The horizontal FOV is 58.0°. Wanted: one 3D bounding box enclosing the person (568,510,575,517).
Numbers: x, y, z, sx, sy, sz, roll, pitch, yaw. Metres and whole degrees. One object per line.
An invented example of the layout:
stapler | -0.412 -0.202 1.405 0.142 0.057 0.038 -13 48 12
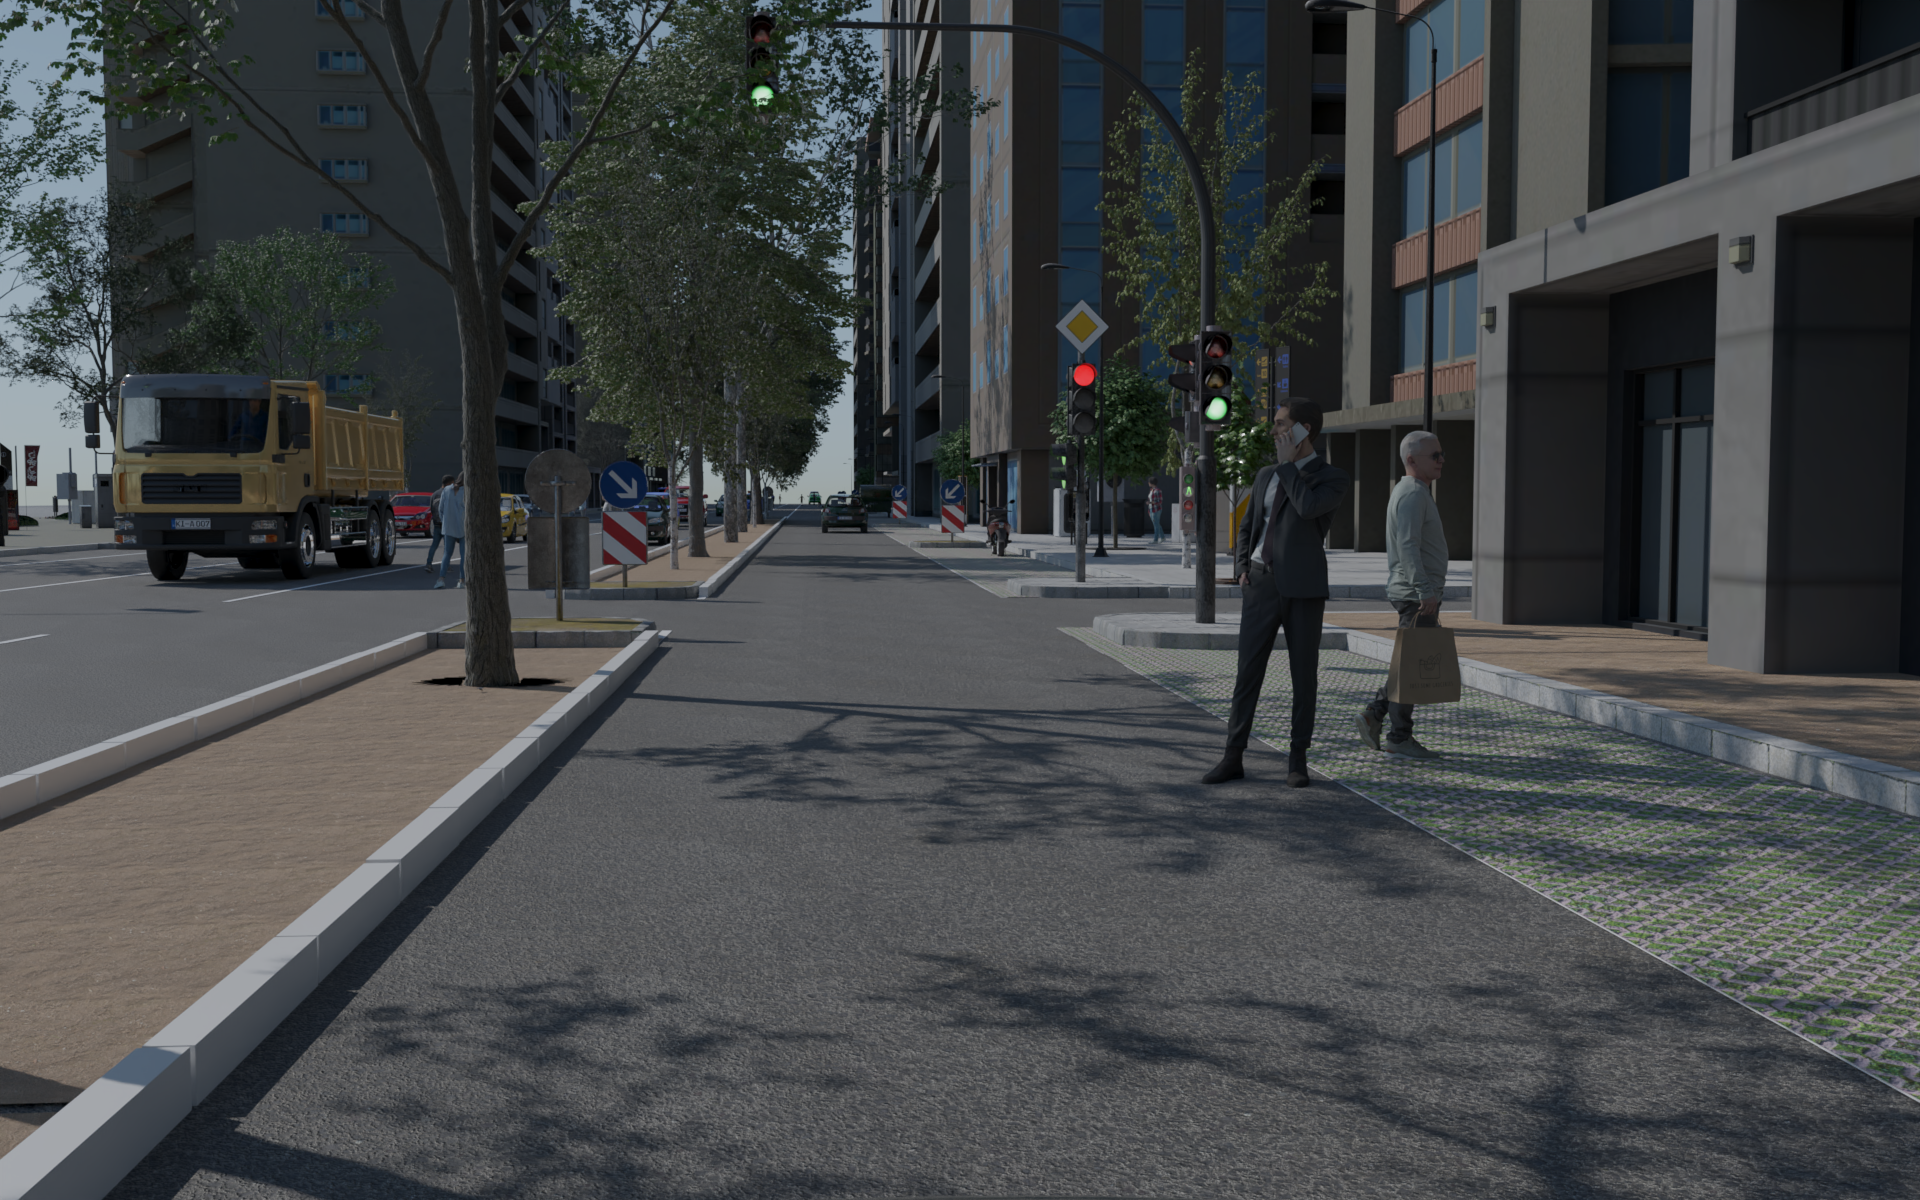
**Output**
person | -16.263 -3.623 72.415 0.332 1.250 0.352 0 4 2

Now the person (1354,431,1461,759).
person | 2.388 -0.016 9.241 0.515 1.767 0.782 1 4 10

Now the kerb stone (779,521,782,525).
kerb stone | -7.858 -3.200 74.519 0.120 0.150 1.000 0 4 -5

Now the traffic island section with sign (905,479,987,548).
traffic island section with sign | -0.368 -2.320 46.554 1.989 1.847 2.006 0 4 -5

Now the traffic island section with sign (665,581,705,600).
traffic island section with sign | -4.642 -0.991 24.332 2.006 1.907 1.989 0 4 -5

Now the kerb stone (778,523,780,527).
kerb stone | -7.511 -2.949 70.433 0.120 0.150 1.000 0 4 -5

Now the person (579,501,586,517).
person | -15.116 -3.621 69.514 0.330 1.601 0.589 -1 4 -8

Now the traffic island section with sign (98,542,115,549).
traffic island section with sign | -21.405 -2.275 45.820 1.989 1.847 2.006 0 4 -5

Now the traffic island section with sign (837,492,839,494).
traffic island section with sign | -14.000 -12.099 206.450 1.989 1.847 2.006 0 4 -5

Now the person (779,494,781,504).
person | -25.138 -14.090 242.138 0.557 1.426 1.065 1 4 18

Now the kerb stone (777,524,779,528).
kerb stone | -7.333 -2.825 68.397 0.120 0.150 1.000 0 4 -5

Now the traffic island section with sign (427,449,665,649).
traffic island section with sign | -4.022 -0.539 16.950 2.006 1.907 1.989 0 4 -5

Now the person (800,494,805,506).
person | -19.537 -12.344 213.588 0.557 1.426 1.065 3 5 44

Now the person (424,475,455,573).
person | -9.407 -1.389 31.559 0.623 1.781 0.721 1 4 16

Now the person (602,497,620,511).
person | -8.107 -1.764 39.935 0.503 1.515 0.523 3 5 40

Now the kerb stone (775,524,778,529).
kerb stone | -7.248 -2.763 67.378 0.120 0.150 1.000 0 4 -5

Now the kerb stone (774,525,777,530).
kerb stone | -7.074 -2.637 65.341 0.120 0.150 1.000 0 4 -5

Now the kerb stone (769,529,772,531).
kerb stone | -6.472 -2.202 58.193 0.120 0.150 1.000 0 4 -5

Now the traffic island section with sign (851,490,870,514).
traffic island section with sign | -7.002 -7.074 124.284 1.989 1.847 2.006 0 4 -5

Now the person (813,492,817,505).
person | -19.031 -13.321 227.006 0.721 1.736 1.217 1 4 13

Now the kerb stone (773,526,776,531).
kerb stone | -6.898 -2.514 63.304 0.120 0.150 1.000 0 4 -5

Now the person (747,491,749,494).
person | -19.491 -9.270 160.602 0.750 1.759 0.617 2 4 35

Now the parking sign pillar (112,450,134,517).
parking sign pillar | -35.681 -5.220 73.811 1.447 3.967 1.447 -1 4 -9

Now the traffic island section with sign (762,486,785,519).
traffic island section with sign | -11.034 -5.570 99.199 2.006 1.907 1.989 0 4 -5

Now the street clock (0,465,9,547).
street clock | -23.518 -2.312 42.371 0.471 2.002 0.358 -1 4 -19

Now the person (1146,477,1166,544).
person | 5.071 -2.312 44.679 0.643 1.720 0.563 -1 4 -12

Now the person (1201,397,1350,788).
person | 1.570 -0.040 8.521 0.648 1.900 0.474 3 4 37

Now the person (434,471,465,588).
person | -7.683 -1.078 26.391 0.793 1.790 0.793 -2 4 -34

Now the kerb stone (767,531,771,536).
kerb stone | -6.288 -2.077 56.149 0.120 0.150 1.000 0 4 -5

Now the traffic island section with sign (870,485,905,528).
traffic island section with sign | -2.732 -4.011 74.202 1.989 1.847 2.006 0 4 -5

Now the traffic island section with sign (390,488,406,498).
traffic island section with sign | -23.716 -3.930 72.889 1.989 1.847 2.006 0 4 -5

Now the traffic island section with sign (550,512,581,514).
traffic island section with sign | -27.985 -7.002 123.117 1.989 1.847 2.006 0 4 -5

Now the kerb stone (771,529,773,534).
kerb stone | -6.558 -2.264 59.211 0.120 0.150 1.000 0 4 -5

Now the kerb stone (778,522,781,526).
kerb stone | -7.684 -3.075 72.478 0.120 0.150 1.000 0 4 -5

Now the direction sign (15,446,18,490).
direction sign | -44.234 -5.458 81.228 0.379 3.537 0.876 -2 4 -31

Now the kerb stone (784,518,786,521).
kerb stone | -8.721 -3.824 84.721 0.120 0.150 1.000 0 4 -5

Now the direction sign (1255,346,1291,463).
direction sign | 4.855 -2.138 26.958 0.379 3.537 0.876 -2 4 -26

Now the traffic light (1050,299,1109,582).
traffic light | 1.736 -2.213 25.100 0.839 4.253 0.868 0 4 -5

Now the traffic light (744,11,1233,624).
traffic light | 0.337 -2.578 16.825 4.771 5.953 1.251 0 4 -5

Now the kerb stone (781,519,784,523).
kerb stone | -8.295 -3.510 79.623 0.120 0.150 1.000 0 4 -5

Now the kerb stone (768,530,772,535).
kerb stone | -6.373 -2.139 57.168 0.120 0.150 1.000 0 4 -5

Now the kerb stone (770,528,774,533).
kerb stone | -6.638 -2.327 60.240 0.120 0.150 1.000 0 4 -5

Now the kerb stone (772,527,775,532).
kerb stone | -6.812 -2.451 62.277 0.120 0.150 1.000 0 4 -5

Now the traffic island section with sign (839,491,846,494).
traffic island section with sign | -9.284 -8.717 151.143 1.989 1.847 2.006 0 4 -5

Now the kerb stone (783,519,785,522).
kerb stone | -8.556 -3.700 82.682 0.120 0.150 1.000 0 4 -5

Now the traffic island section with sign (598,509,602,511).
traffic island section with sign | -30.291 -8.645 149.974 1.989 1.847 2.006 0 4 -5

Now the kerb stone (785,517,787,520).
kerb stone | -8.984 -4.010 87.800 0.120 0.150 1.000 0 4 -5

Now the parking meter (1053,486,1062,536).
parking meter | 3.032 -2.725 52.965 0.372 1.533 0.369 0 3 0

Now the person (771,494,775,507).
person | -20.271 -10.759 187.649 0.421 1.427 0.697 0 4 -2
